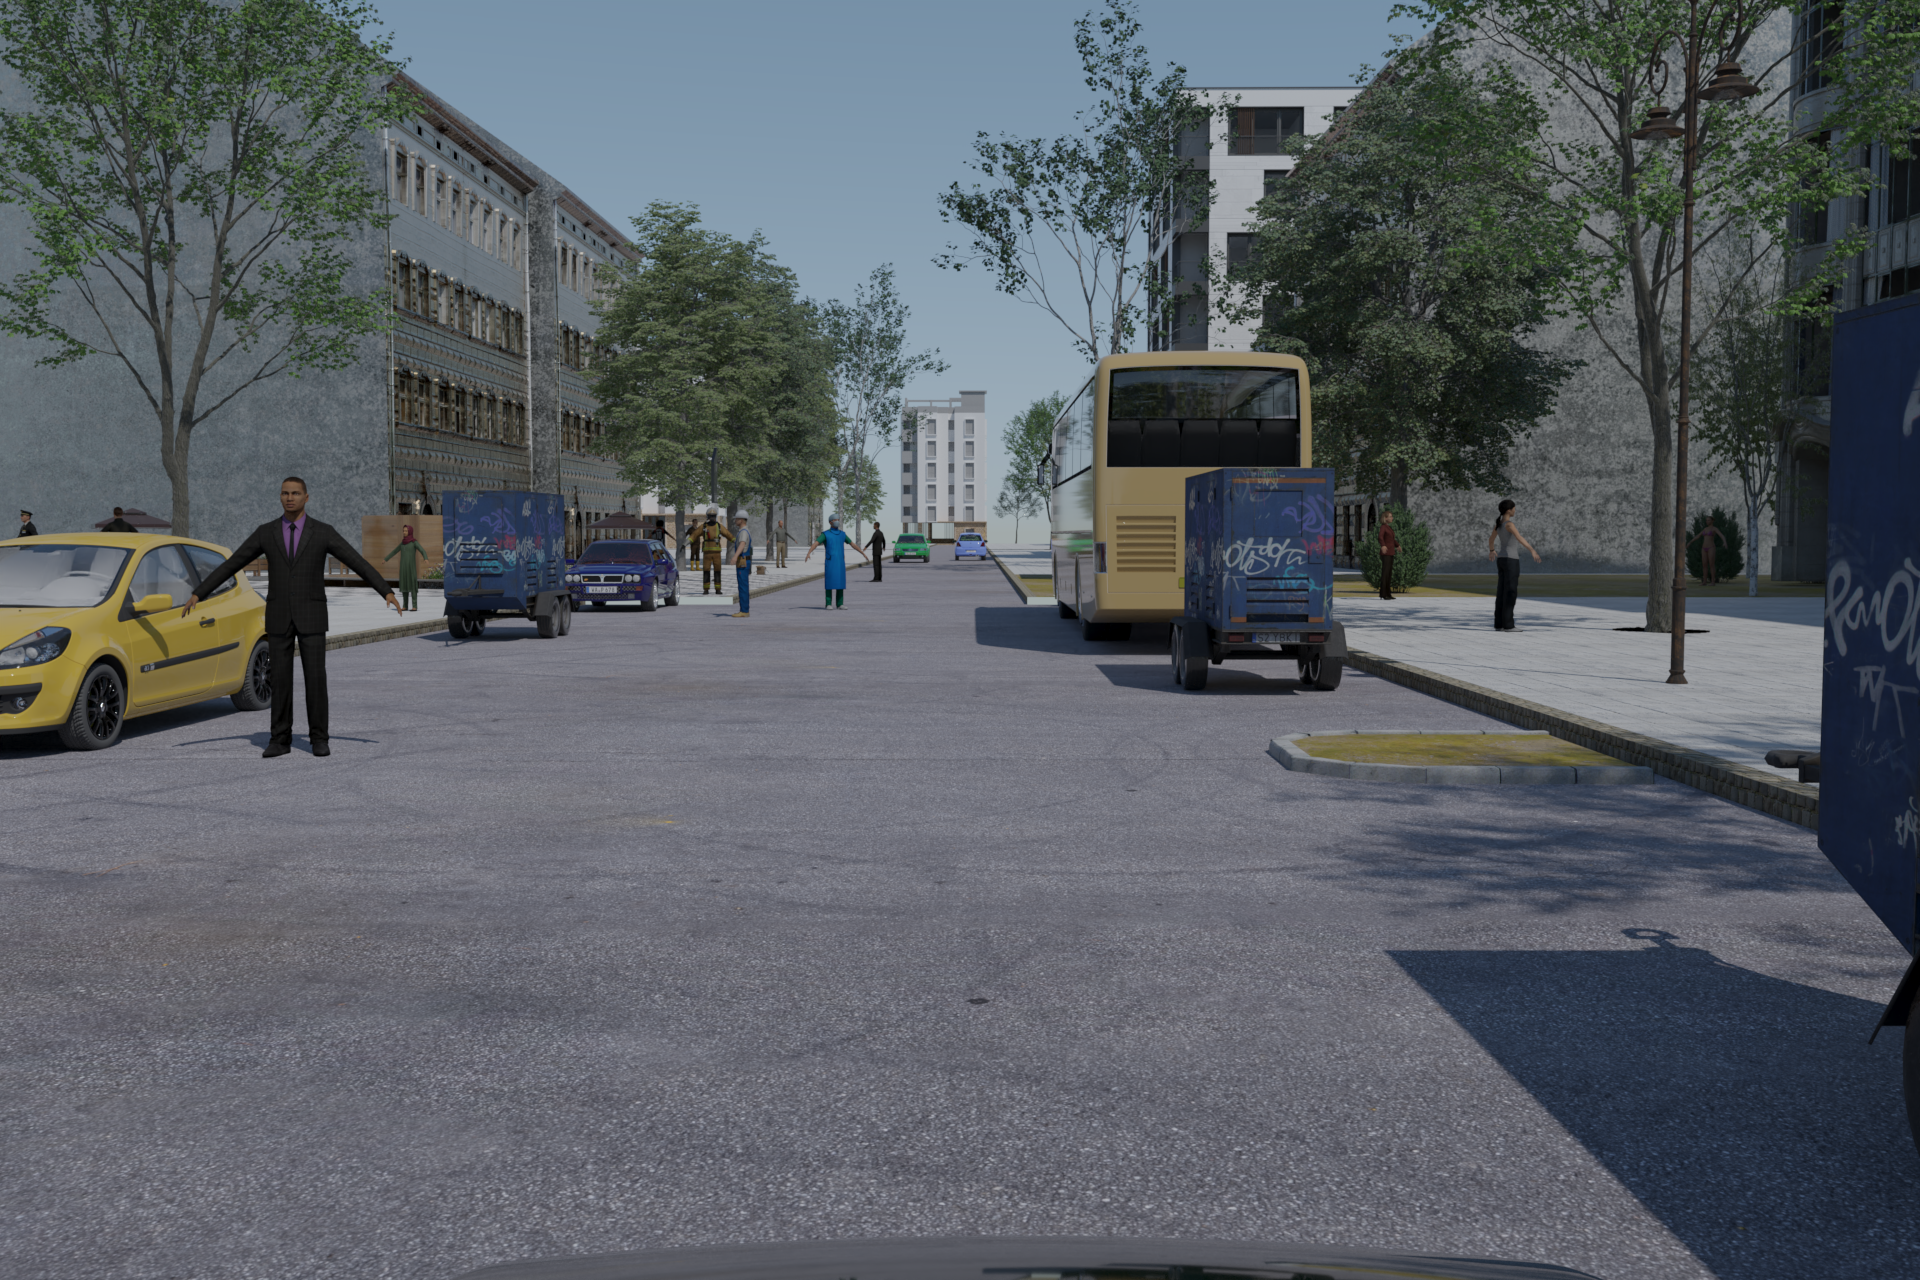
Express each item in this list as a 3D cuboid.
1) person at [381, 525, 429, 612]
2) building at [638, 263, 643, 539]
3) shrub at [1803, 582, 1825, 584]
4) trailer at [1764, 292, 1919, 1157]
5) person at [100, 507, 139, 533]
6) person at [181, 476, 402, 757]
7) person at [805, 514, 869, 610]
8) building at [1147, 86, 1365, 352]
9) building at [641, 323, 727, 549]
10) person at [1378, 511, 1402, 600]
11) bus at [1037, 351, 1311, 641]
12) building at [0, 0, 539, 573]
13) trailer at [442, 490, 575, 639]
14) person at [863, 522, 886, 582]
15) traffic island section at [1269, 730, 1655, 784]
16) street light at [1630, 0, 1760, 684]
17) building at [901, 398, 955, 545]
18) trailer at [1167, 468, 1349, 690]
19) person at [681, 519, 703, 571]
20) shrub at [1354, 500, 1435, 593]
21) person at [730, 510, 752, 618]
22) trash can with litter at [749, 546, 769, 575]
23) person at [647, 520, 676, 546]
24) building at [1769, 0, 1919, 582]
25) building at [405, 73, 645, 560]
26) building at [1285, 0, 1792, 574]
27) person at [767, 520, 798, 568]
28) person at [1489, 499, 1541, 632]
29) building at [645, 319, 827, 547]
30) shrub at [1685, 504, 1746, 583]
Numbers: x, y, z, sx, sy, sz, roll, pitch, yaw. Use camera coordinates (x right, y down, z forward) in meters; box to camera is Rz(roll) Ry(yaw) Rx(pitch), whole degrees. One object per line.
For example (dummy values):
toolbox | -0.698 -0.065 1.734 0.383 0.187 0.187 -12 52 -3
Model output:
person | -9.175 -1.191 28.680 0.989 1.438 0.599 2 4 24
building | -26.506 -15.137 103.918 16.016 20.090 11.380 0 4 1
shrub | 22.326 -2.508 45.052 1.661 2.075 1.752 0 3 0
trailer | 2.742 0.197 3.821 1.471 1.999 3.904 0 3 0
person | -16.089 -1.646 33.128 1.348 1.803 0.705 -3 5 -42
person | -4.296 -0.154 11.200 1.346 1.802 0.704 -1 4 -10
person | -2.352 -1.475 32.704 1.347 1.817 0.704 -2 4 -32
building | 24.051 -15.394 95.665 27.936 21.610 32.646 0 4 1
building | -26.896 -18.229 154.467 16.016 20.090 11.380 0 4 0
person | 8.375 -1.643 33.674 0.721 1.729 1.215 2 4 28
bus | 2.843 -2.112 26.079 2.896 3.916 12.252 0 4 0
building | -27.877 -14.352 65.591 19.493 23.208 18.063 0 4 1
trailer | -6.259 -0.996 23.337 1.471 1.999 3.904 0 4 1
person | -2.501 -2.632 51.712 0.704 1.802 1.346 2 4 25
traffic island section | 3.006 0.730 10.930 1.991 0.108 1.994 0 4 1
street light | 6.156 -2.563 14.695 0.468 5.910 1.993 0 4 1
building | -7.462 -22.785 231.415 11.380 20.090 16.016 0 4 -6
trailer | 2.758 -0.602 16.899 1.471 1.999 3.904 0 4 0
person | -9.136 -3.286 59.861 0.704 1.812 1.346 3 5 44
shrub | 9.419 -2.027 37.566 1.690 2.028 1.600 0 3 0
person | -3.778 -1.320 29.888 0.705 1.847 1.347 0 4 -2
trash can with litter | -6.551 -2.643 54.606 1.055 1.170 0.624 0 4 0
person | -11.459 -3.681 66.329 1.345 1.843 0.704 1 4 13
building | 26.687 -12.833 26.478 14.369 24.946 33.146 0 4 1
building | -26.766 -15.523 84.734 19.493 23.208 18.063 0 4 1
building | 23.461 -14.286 64.512 19.493 23.208 18.063 0 3 0
person | -6.748 -3.611 65.305 1.348 1.796 0.705 -3 4 -38
person | 7.266 -0.976 22.773 0.721 1.737 1.217 -1 4 -11
building | -24.281 -21.374 180.399 19.493 23.208 18.063 0 4 0
shrub | 19.873 -2.542 45.610 1.661 2.075 1.752 0 3 0
